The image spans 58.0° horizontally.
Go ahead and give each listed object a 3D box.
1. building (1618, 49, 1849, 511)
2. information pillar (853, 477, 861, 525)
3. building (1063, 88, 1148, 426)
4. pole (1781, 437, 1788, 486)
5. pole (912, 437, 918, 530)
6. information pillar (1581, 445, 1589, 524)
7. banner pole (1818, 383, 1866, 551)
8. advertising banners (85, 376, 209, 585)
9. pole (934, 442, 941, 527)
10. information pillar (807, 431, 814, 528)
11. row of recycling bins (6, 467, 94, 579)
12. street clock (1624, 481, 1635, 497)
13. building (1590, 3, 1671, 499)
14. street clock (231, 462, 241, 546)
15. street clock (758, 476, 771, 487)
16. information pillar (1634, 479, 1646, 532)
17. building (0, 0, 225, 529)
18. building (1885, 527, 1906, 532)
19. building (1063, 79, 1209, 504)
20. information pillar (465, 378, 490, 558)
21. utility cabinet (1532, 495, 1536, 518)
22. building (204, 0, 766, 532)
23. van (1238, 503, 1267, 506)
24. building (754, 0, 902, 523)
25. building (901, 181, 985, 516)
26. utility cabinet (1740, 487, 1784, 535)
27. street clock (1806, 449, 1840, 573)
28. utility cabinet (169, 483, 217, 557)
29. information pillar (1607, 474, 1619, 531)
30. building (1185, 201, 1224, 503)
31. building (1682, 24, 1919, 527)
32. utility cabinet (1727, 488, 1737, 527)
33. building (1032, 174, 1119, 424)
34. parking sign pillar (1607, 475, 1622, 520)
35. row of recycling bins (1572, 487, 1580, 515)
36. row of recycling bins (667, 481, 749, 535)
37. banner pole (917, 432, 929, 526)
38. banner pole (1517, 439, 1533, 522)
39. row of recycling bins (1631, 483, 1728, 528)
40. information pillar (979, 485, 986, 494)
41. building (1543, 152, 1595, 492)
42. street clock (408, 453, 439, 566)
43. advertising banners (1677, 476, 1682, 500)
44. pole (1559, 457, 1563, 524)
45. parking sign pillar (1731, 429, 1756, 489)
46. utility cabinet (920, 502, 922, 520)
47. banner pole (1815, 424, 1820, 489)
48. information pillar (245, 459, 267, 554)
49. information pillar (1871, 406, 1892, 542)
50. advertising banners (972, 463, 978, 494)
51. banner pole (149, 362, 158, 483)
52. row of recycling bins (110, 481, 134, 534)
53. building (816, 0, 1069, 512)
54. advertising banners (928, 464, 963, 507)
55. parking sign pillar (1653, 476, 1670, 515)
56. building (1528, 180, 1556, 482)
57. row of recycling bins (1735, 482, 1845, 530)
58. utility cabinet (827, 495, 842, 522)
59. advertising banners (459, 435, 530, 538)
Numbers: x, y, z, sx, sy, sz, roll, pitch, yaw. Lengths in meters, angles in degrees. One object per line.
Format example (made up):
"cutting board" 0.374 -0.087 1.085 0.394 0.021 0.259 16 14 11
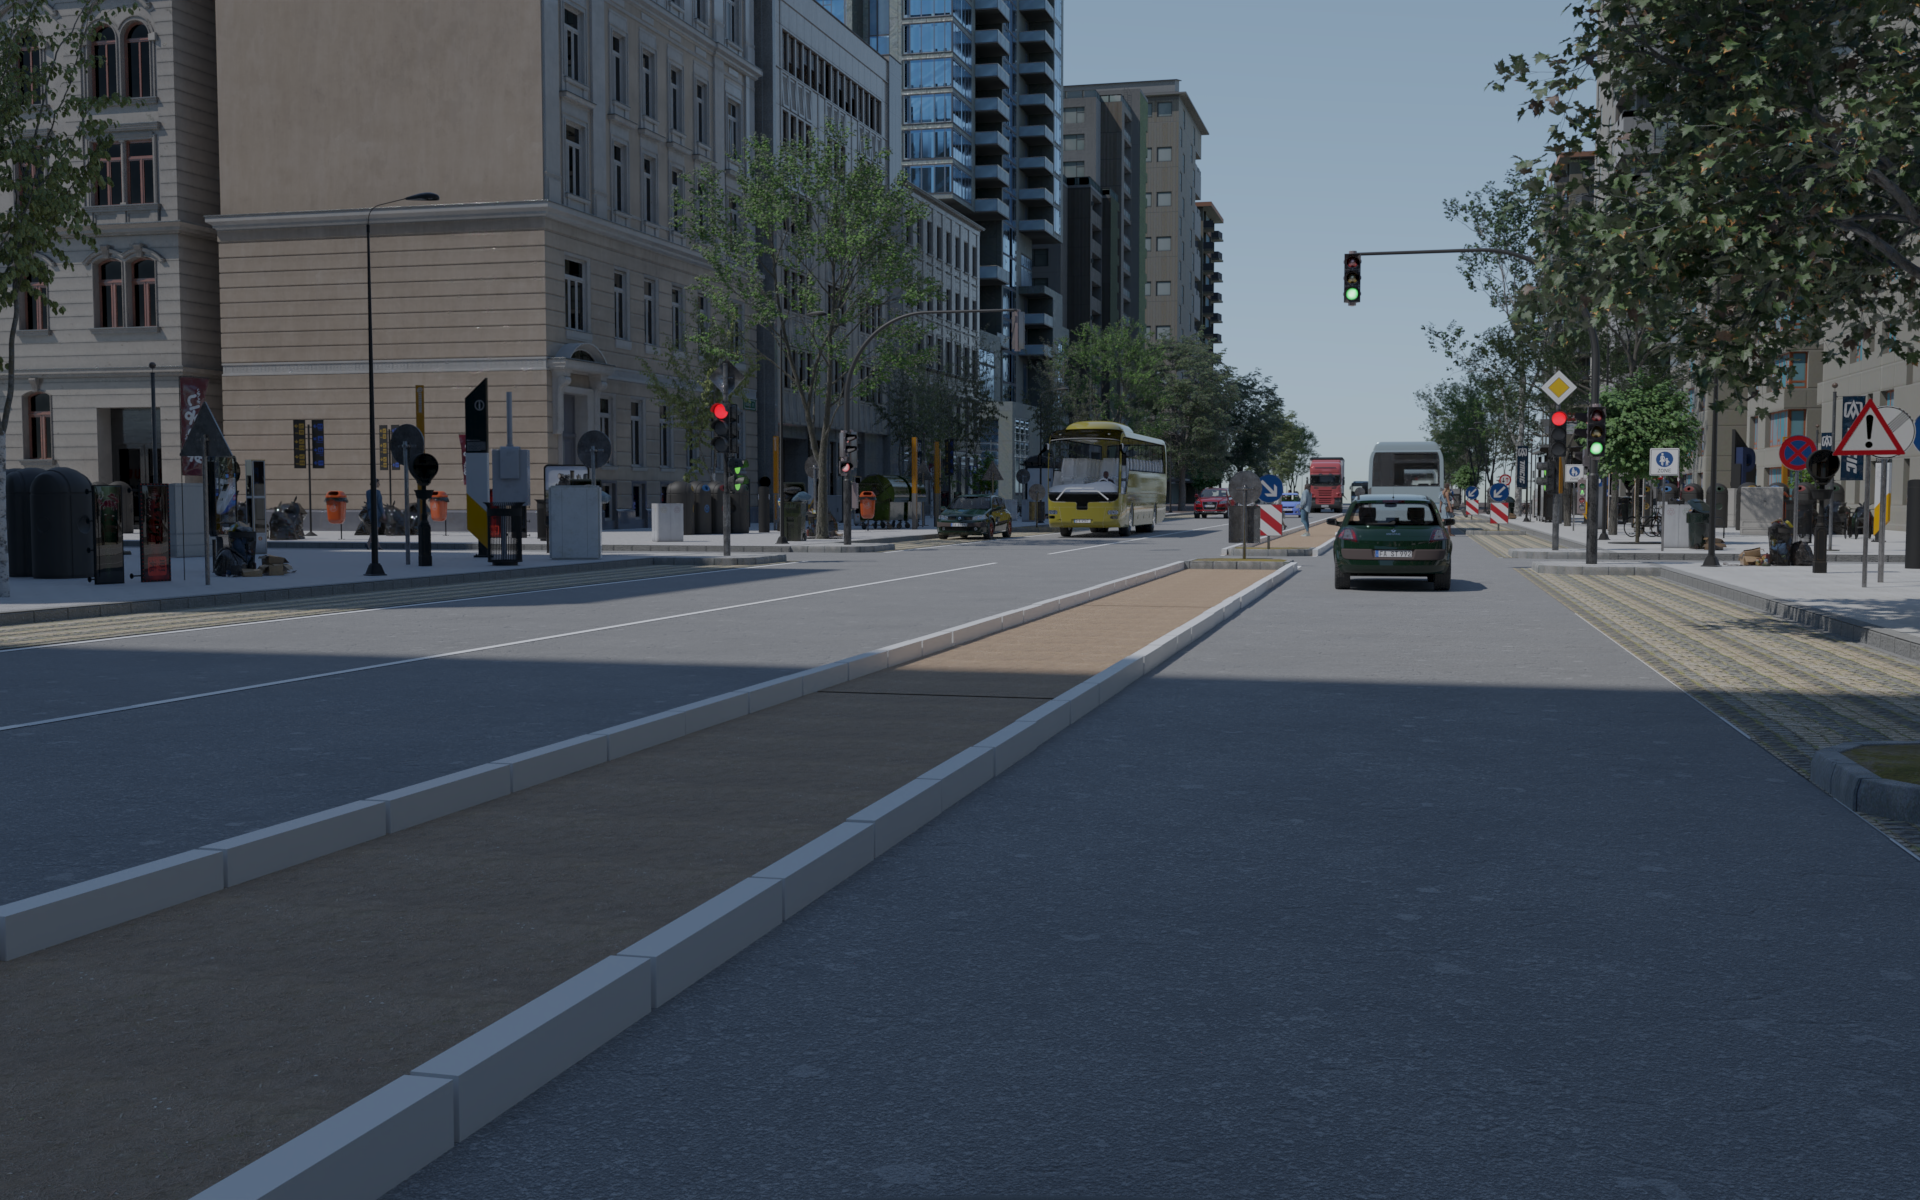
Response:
"building" 67.273 -26.757 129.359 32.217 40.220 23.993 1 4 14
"information pillar" -4.317 -4.180 72.838 0.304 2.012 0.304 -1 4 -11
"building" 10.491 -29.838 171.452 14.154 41.232 14.086 1 4 14
"pole" 29.295 -4.142 61.564 0.158 3.312 0.155 0 3 0
"pole" -1.631 -4.189 62.333 0.158 3.312 0.155 0 3 0
"information pillar" 26.847 -5.076 74.355 0.183 3.616 0.504 -1 4 -21
"banner pole" 19.862 -2.991 38.914 0.863 3.779 0.401 1 4 19
"advertising banners" -11.770 -1.775 25.209 0.090 3.025 2.074 2 4 28
"pole" -0.922 -4.512 67.622 0.158 3.312 0.155 0 3 0
"information pillar" -5.539 -4.486 64.695 0.183 3.616 0.504 1 4 22
"row of recycling bins" -14.701 -1.240 27.379 3.534 1.692 1.069 3 5 44
"street clock" 30.312 -4.520 78.468 0.471 2.002 0.358 1 4 18
"building" 71.932 -34.561 154.315 28.713 52.752 27.495 1 4 14
"street clock" -15.906 -2.032 37.800 0.358 2.002 0.471 0 4 5
"street clock" -7.967 -4.039 70.605 0.471 2.002 0.358 -2 4 -25
"information pillar" 22.872 -3.289 58.269 0.304 2.012 0.304 2 4 32
"building" -36.558 -17.234 69.158 23.554 28.519 14.401 1 4 14
"building" 46.333 -12.844 55.045 28.899 21.520 27.650 1 4 14
"building" 16.861 -39.041 227.561 28.713 52.752 27.495 1 4 14
"information pillar" -9.721 -2.666 34.943 0.504 3.616 0.183 1 4 13
"utility cabinet" 31.526 -5.116 94.814 0.306 1.237 1.020 2 4 23
"building" -17.300 -17.252 67.982 13.634 28.700 20.117 1 4 14
"van" 20.489 -6.988 121.260 2.013 2.044 4.112 1 4 16
"building" -11.537 -16.480 87.477 12.078 24.808 19.932 1 4 14
"building" -5.370 -15.691 105.692 9.793 20.994 18.267 1 4 14
"utility cabinet" 24.766 -2.742 53.509 1.173 1.500 0.318 2 4 29
"street clock" 13.958 -1.437 28.064 0.471 2.002 0.358 1 4 16
"utility cabinet" -15.682 -1.631 35.351 0.318 1.500 1.173 1 4 20
"information pillar" 22.522 -3.378 59.722 0.304 2.012 0.304 2 4 27
"building" 26.662 -36.679 254.329 22.147 44.769 28.867 1 4 14
"building" 53.069 -14.736 85.971 27.650 21.520 28.899 1 4 14
"utility cabinet" 30.128 -3.613 67.752 0.318 1.500 1.173 0 4 -4
"building" 6.426 -23.645 158.297 14.160 30.474 14.107 1 4 14
"parking sign pillar" 32.797 -6.039 87.205 1.447 3.967 1.447 2 4 27
"row of recycling bins" 38.199 -6.027 105.660 3.534 1.692 1.069 1 4 11
"row of recycling bins" -8.074 -2.950 55.350 1.069 1.692 3.534 2 4 32
"banner pole" -1.586 -4.900 70.124 0.401 3.779 0.863 -3 4 -36
"banner pole" 25.763 -5.434 78.864 0.863 3.779 0.401 1 4 14
"row of recycling bins" 27.660 -3.639 66.614 3.534 1.692 1.069 2 4 35
"information pillar" 1.326 -6.017 102.867 0.304 2.012 0.304 -1 4 -23
"building" 84.942 -34.309 215.569 22.147 44.769 28.867 1 4 14
"street clock" -9.518 -1.602 30.771 0.471 2.002 0.358 -3 4 -37
"advertising banners" 30.620 -4.728 73.483 0.090 3.025 2.074 1 4 12
"pole" 25.738 -4.919 74.273 0.158 3.312 0.155 0 3 0
"parking sign pillar" 32.676 -5.123 72.229 1.447 3.967 1.447 -3 4 -38
"utility cabinet" -2.030 -4.516 84.994 0.306 1.237 1.020 1 4 16
"banner pole" 30.871 -4.405 62.037 0.401 3.779 0.863 -2 4 -28
"information pillar" -15.013 -1.985 36.943 0.304 2.012 0.304 3 5 41
"information pillar" 24.511 -3.341 45.988 0.183 3.616 0.504 -1 4 -15
"advertising banners" 0.843 -6.091 95.771 0.090 3.025 2.074 0 4 -7
"banner pole" -15.406 -2.636 33.122 0.401 3.779 0.863 -2 4 -28
"row of recycling bins" -28.548 -3.033 56.709 3.534 1.692 1.069 1 4 20
"building" -3.283 -50.347 135.840 22.319 86.520 31.000 1 4 14
"advertising banners" -0.841 -6.240 98.218 2.074 3.025 0.090 1 4 13
"parking sign pillar" 43.111 -7.194 106.098 1.447 3.967 1.447 1 4 9
"building" 93.074 -38.184 243.919 23.786 49.044 30.456 1 4 14
"row of recycling bins" 28.884 -3.255 60.329 3.534 1.692 1.069 3 5 40
"utility cabinet" -5.712 -4.184 79.573 1.020 1.237 0.306 2 4 27
"advertising banners" -13.570 -3.319 50.458 2.074 3.025 0.090 0 4 4
